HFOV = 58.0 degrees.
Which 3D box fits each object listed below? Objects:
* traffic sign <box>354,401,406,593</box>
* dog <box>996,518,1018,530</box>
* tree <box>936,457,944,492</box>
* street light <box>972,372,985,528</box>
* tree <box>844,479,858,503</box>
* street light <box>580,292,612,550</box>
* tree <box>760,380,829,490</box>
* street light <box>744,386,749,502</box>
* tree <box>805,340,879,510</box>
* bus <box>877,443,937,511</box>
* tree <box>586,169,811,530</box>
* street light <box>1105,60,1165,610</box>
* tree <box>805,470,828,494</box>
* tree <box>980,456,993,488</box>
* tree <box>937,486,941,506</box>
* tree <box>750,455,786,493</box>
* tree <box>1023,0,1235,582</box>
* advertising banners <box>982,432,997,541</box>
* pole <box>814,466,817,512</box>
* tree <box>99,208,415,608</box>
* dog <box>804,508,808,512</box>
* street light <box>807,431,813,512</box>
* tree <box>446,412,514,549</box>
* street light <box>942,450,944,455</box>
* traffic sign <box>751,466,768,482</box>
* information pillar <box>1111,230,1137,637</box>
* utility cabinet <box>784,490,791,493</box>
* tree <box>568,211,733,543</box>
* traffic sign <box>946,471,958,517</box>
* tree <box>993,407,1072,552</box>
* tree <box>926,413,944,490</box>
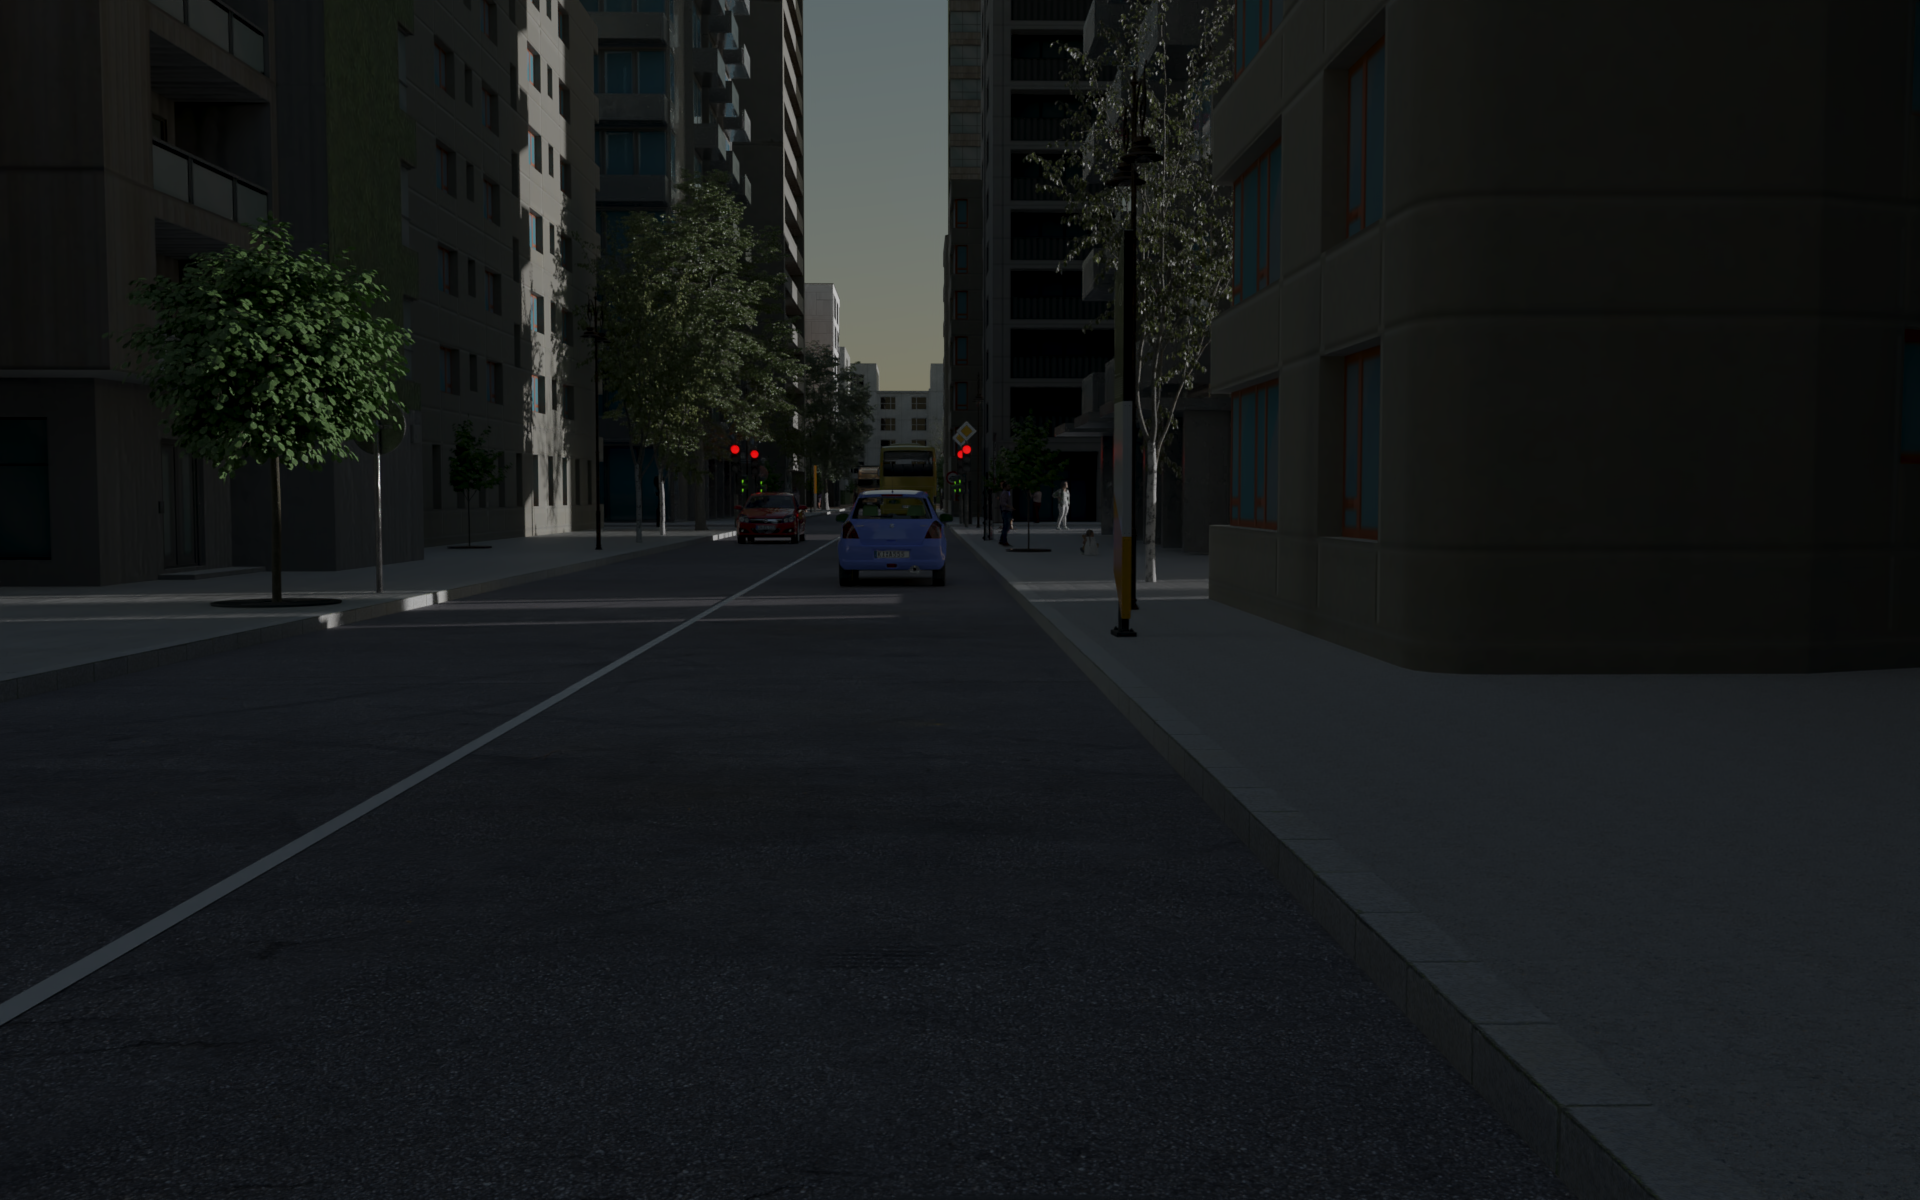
[{"bbox_3d":[-7.554,-1.367,22.459,0.768,2.556,0.104,1,4,8],"label":"traffic sign"},{"bbox_3d":[1.688,-2.738,62.508,0.550,0.427,0.748,-3,4,-36],"label":"dog"},{"bbox_3d":[-0.710,-8.994,130.759,4.285,4.588,4.351,0,3,0],"label":"tree"},{"bbox_3d":[0.697,-5.679,65.640,0.468,5.910,1.993,0,4,-1],"label":"street light"},{"bbox_3d":[-12.503,-12.426,197.767,1.663,3.219,1.824,0,3,0],"label":"tree"},{"bbox_3d":[-8.326,-4.094,39.731,0.468,5.910,1.993,0,4,-1],"label":"street light"},{"bbox_3d":[-10.697,-9.757,109.889,4.737,8.622,4.395,0,3,0],"label":"tree"},{"bbox_3d":[-9.157,-6.217,74.434,0.468,5.910,1.993,0,4,-1],"label":"street light"},{"bbox_3d":[-11.089,-14.407,142.216,9.857,13.997,8.962,0,3,0],"label":"tree"},{"bbox_3d":[-2.543,-5.586,82.873,2.896,3.916,12.252,0,4,-2],"label":"bus"},{"bbox_3d":[-9.076,-8.707,60.483,7.486,12.596,7.792,0,3,0],"label":"tree"},{"bbox_3d":[1.902,-2.830,19.064,0.468,5.910,1.993,0,4,-1],"label":"street light"},{"bbox_3d":[-10.584,-8.176,128.284,1.663,3.219,1.824,0,3,0],"label":"tree"},{"bbox_3d":[1.591,-4.951,75.557,1.663,3.219,1.824,0,3,0],"label":"tree"},{"bbox_3d":[-2.030,-11.769,187.016,1.663,3.219,1.824,0,3,0],"label":"tree"},{"bbox_3d":[-9.519,-5.585,85.913,1.663,3.219,1.824,0,3,0],"label":"tree"},{"bbox_3d":[3.023,-4.572,25.114,4.360,8.622,3.978,0,3,0],"label":"tree"},{"bbox_3d":[0.848,-3.195,48.419,0.090,3.025,2.074,1,4,11],"label":"advertising banners"},{"bbox_3d":[-10.353,-7.943,123.711,0.158,3.312,0.155,0,3,0],"label":"pole"},{"bbox_3d":[-8.045,-2.221,20.033,4.285,4.588,4.351,0,3,0],"label":"tree"},{"bbox_3d":[-11.079,-6.474,123.591,0.748,0.427,0.550,-3,4,-38],"label":"dog"},{"bbox_3d":[-10.407,-9.049,120.733,0.468,5.910,1.993,0,4,-1],"label":"street light"},{"bbox_3d":[-11.609,-2.821,40.729,1.663,3.219,1.824,0,3,0],"label":"tree"},{"bbox_3d":[-1.383,-10.784,149.102,0.468,5.910,1.993,0,4,-1],"label":"street light"},{"bbox_3d":[-8.937,-4.720,77.285,0.768,2.556,0.104,1,4,8],"label":"traffic sign"},{"bbox_3d":[1.476,-1.487,15.662,0.183,3.616,0.504,0,4,-4],"label":"information pillar"},{"bbox_3d":[-9.523,-5.339,95.979,0.318,1.500,1.173,0,4,-1],"label":"utility cabinet"},{"bbox_3d":[-8.331,-5.806,45.288,4.737,8.622,4.395,0,3,0],"label":"tree"},{"bbox_3d":[-0.395,-5.825,95.345,0.768,2.556,0.104,0,4,5],"label":"traffic sign"},{"bbox_3d":[1.666,-2.690,38.581,1.663,3.219,1.824,0,3,0],"label":"tree"},{"bbox_3d":[-1.222,-12.497,154.685,4.360,8.622,3.978,0,3,0],"label":"tree"}]
